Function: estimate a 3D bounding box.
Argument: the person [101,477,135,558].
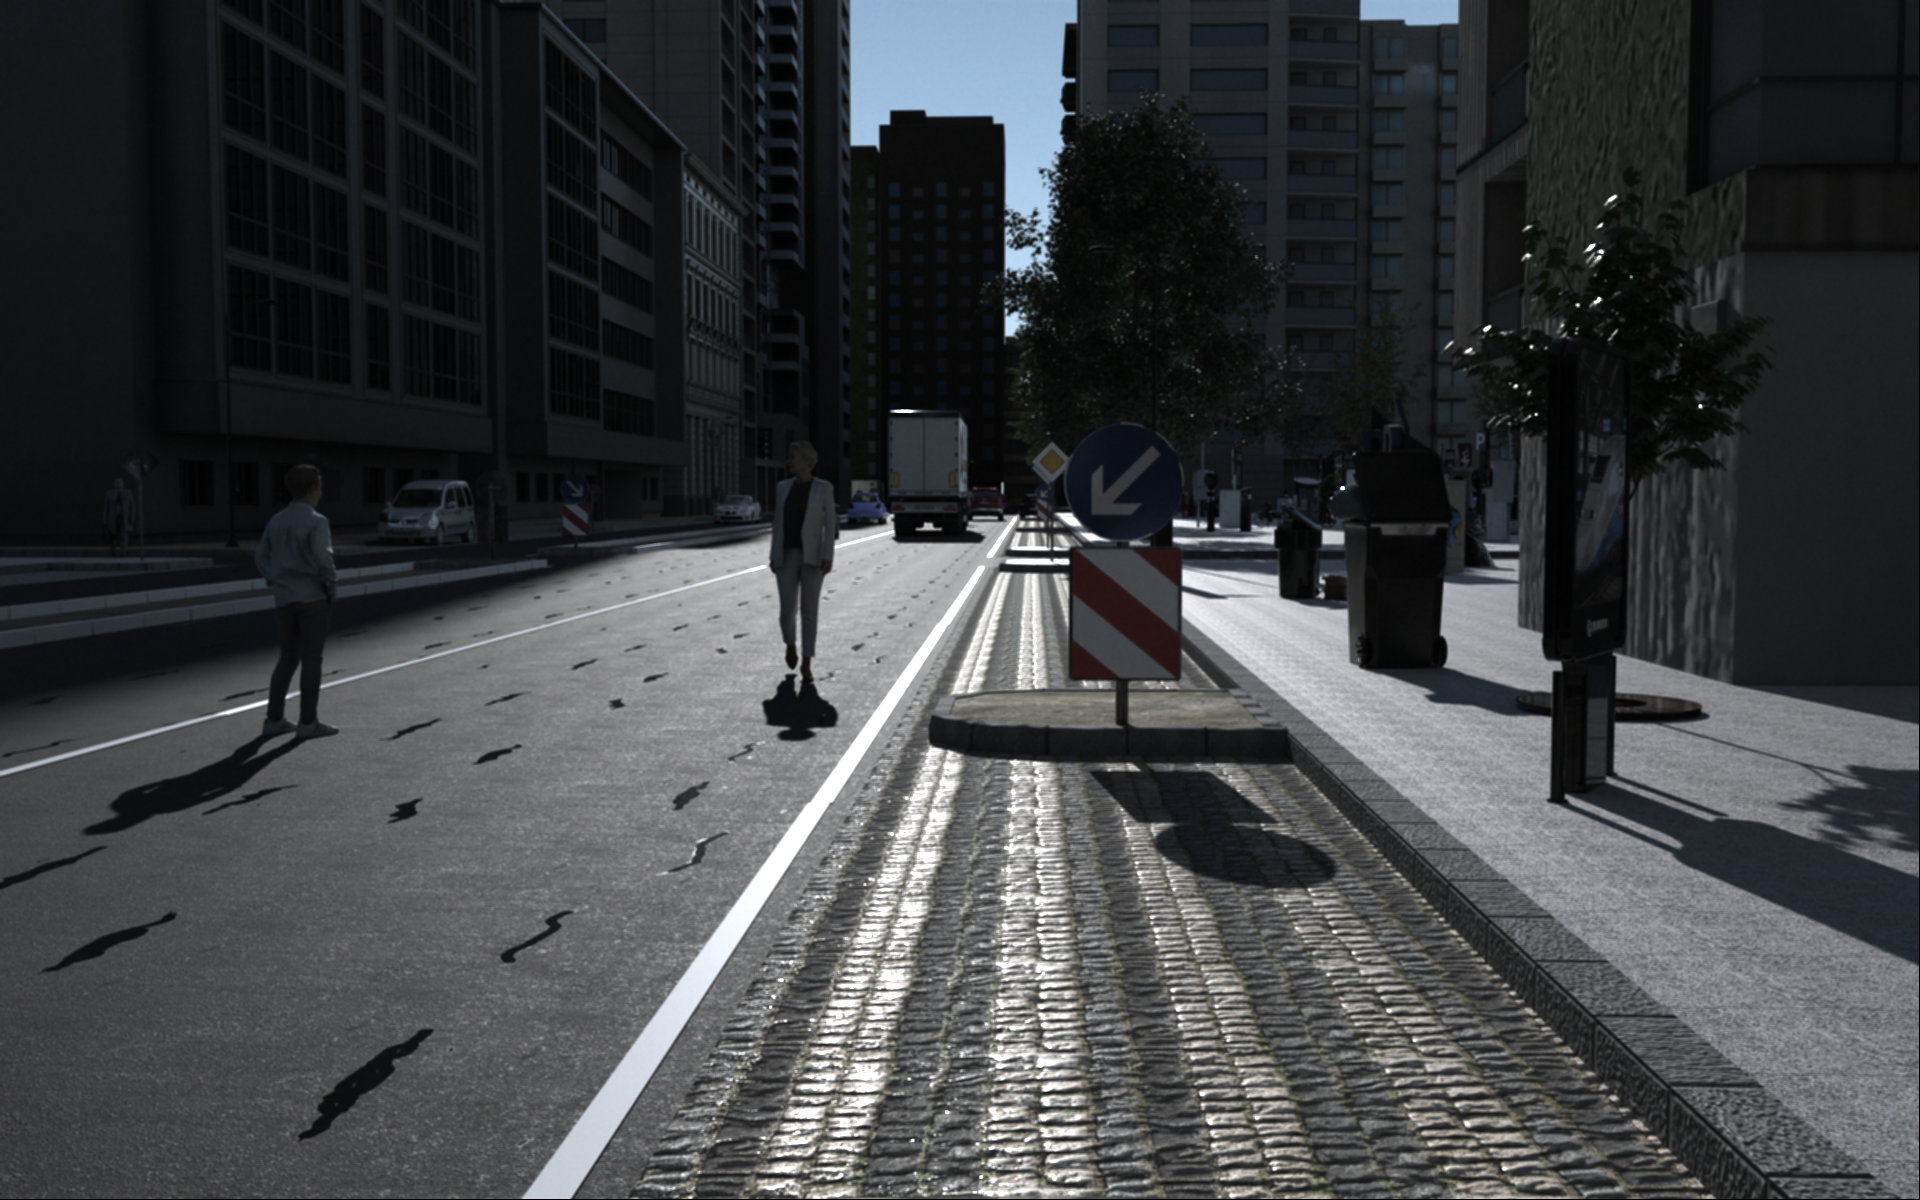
[{"bbox_3d":[-18.610,-1.815,38.275,0.694,1.812,0.767,-2,4,-24],"label":"person"}]

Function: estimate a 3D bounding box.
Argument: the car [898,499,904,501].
[{"bbox_3d":[-3.262,-6.755,119.477,2.155,1.783,4.494,0,4,1],"label":"car"}]

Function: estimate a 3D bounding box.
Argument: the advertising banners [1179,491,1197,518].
[{"bbox_3d":[12.169,-5.938,93.271,2.074,3.025,0.090,-3,5,-42],"label":"advertising banners"}]

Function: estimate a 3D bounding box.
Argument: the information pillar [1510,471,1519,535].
[{"bbox_3d":[17.384,-3.053,54.412,0.304,2.012,0.304,1,4,9],"label":"information pillar"}]

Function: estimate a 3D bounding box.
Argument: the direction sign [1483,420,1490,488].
[{"bbox_3d":[16.142,-3.742,53.171,0.379,3.537,0.876,0,4,6],"label":"direction sign"}]

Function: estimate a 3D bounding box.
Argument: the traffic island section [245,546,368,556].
[{"bbox_3d":[-15.489,-1.171,41.430,2.009,0.180,2.903,0,4,2],"label":"traffic island section"}]

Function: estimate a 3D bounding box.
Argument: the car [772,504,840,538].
[{"bbox_3d":[-4.869,-2.831,55.075,1.959,1.807,4.718,0,4,2],"label":"car"}]

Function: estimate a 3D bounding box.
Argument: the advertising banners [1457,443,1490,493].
[{"bbox_3d":[17.945,-3.846,59.071,2.074,3.025,0.090,3,4,38],"label":"advertising banners"}]

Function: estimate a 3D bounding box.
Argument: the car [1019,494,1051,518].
[{"bbox_3d":[4.453,-5.687,102.765,2.009,1.686,4.222,0,4,4],"label":"car"}]

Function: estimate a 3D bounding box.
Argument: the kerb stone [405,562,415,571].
[{"bbox_3d":[-10.315,-0.626,32.450,0.120,0.150,1.000,0,4,2],"label":"kerb stone"}]

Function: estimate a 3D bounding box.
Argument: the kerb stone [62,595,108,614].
[{"bbox_3d":[-10.779,0.063,21.183,0.120,0.150,1.000,0,4,2],"label":"kerb stone"}]

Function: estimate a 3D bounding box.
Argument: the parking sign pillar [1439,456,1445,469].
[{"bbox_3d":[26.942,-6.714,98.244,1.447,3.967,1.447,-1,4,-17],"label":"parking sign pillar"}]

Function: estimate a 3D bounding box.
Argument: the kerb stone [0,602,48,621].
[{"bbox_3d":[-10.819,0.124,20.162,0.120,0.150,1.000,0,4,2],"label":"kerb stone"}]

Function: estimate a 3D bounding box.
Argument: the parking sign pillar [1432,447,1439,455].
[{"bbox_3d":[19.507,-5.217,73.774,1.447,3.967,1.447,1,4,14],"label":"parking sign pillar"}]

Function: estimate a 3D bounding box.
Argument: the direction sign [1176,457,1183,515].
[{"bbox_3d":[13.025,-6.902,104.843,0.876,3.537,0.379,1,4,13],"label":"direction sign"}]

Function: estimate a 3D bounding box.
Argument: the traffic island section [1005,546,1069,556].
[{"bbox_3d":[2.087,-1.127,40.700,2.009,0.180,2.903,0,4,2],"label":"traffic island section"}]

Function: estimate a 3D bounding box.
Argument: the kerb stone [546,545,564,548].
[{"bbox_3d":[-9.906,-1.224,42.253,0.120,0.150,1.000,0,4,2],"label":"kerb stone"}]

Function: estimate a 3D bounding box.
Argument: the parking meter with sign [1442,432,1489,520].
[{"bbox_3d":[13.798,-3.177,48.206,1.738,3.016,0.543,-1,4,-19],"label":"parking meter with sign"}]

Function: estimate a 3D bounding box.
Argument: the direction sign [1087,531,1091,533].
[{"bbox_3d":[4.429,-4.017,57.673,0.379,3.537,0.876,-1,4,-20],"label":"direction sign"}]

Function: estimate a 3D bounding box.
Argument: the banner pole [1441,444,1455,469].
[{"bbox_3d":[24.077,-5.852,85.701,0.863,3.779,0.401,2,4,34],"label":"banner pole"}]

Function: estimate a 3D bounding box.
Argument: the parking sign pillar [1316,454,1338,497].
[{"bbox_3d":[22.949,-7.322,108.192,1.447,3.967,1.447,2,4,34],"label":"parking sign pillar"}]

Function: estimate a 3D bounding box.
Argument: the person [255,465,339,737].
[{"bbox_3d":[-3.888,0.003,10.259,0.589,1.601,0.330,2,4,33],"label":"person"}]

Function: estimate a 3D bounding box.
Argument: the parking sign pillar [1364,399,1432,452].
[{"bbox_3d":[12.164,-3.658,48.284,1.447,3.967,1.447,0,4,2],"label":"parking sign pillar"}]

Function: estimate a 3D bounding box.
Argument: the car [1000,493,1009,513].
[{"bbox_3d":[2.801,-7.581,133.535,1.945,1.707,3.694,0,4,4],"label":"car"}]

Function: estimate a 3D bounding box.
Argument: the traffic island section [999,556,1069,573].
[{"bbox_3d":[1.757,-0.639,32.722,2.009,0.180,2.903,0,4,2],"label":"traffic island section"}]

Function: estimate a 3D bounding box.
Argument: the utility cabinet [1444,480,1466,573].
[{"bbox_3d":[7.461,-1.158,27.608,1.173,1.500,0.318,-1,4,-19],"label":"utility cabinet"}]

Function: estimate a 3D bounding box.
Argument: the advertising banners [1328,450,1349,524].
[{"bbox_3d":[15.909,-4.474,69.332,2.074,3.025,0.090,1,4,17],"label":"advertising banners"}]

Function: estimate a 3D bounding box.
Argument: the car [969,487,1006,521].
[{"bbox_3d":[1.380,-5.287,95.122,2.281,1.827,5.304,0,4,1],"label":"car"}]

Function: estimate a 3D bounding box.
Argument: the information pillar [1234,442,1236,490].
[{"bbox_3d":[11.779,-5.072,74.282,0.183,3.616,0.504,1,4,10],"label":"information pillar"}]

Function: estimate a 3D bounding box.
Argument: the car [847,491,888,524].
[{"bbox_3d":[-4.475,-4.537,83.779,1.945,1.707,3.694,0,4,1],"label":"car"}]

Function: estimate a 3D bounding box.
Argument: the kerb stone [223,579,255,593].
[{"bbox_3d":[-10.615,-0.188,25.269,0.120,0.150,1.000,0,4,2],"label":"kerb stone"}]

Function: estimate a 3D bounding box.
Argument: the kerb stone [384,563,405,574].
[{"bbox_3d":[-10.350,-0.564,31.413,0.120,0.150,1.000,0,4,2],"label":"kerb stone"}]

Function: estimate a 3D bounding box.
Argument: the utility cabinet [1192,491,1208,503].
[{"bbox_3d":[15.352,-6.241,110.719,1.173,1.500,0.318,-3,4,-38],"label":"utility cabinet"}]

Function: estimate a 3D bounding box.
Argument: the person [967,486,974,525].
[{"bbox_3d":[0.332,-4.330,79.142,0.661,1.843,0.795,-1,4,-17],"label":"person"}]

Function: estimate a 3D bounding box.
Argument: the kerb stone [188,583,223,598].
[{"bbox_3d":[-10.651,-0.126,24.248,0.120,0.150,1.000,0,4,2],"label":"kerb stone"}]

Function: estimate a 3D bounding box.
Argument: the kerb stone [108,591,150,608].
[{"bbox_3d":[-10.736,0.002,22.204,0.120,0.150,1.000,0,4,2],"label":"kerb stone"}]

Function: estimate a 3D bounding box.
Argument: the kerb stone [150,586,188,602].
[{"bbox_3d":[-10.691,-0.063,23.227,0.120,0.150,1.000,0,4,2],"label":"kerb stone"}]

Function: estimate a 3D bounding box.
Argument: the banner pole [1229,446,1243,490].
[{"bbox_3d":[14.163,-6.076,89.353,0.863,3.779,0.401,0,4,6],"label":"banner pole"}]

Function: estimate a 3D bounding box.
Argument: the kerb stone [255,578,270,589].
[{"bbox_3d":[-10.568,-0.251,26.298,0.120,0.150,1.000,0,4,2],"label":"kerb stone"}]

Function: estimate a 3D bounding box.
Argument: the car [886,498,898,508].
[{"bbox_3d":[-6.915,-10.772,185.902,2.009,1.686,4.222,0,4,4],"label":"car"}]

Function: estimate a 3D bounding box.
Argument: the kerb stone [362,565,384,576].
[{"bbox_3d":[-10.395,-0.494,30.387,0.120,0.150,1.000,0,4,2],"label":"kerb stone"}]

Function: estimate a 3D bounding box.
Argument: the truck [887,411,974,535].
[{"bbox_3d":[-1.022,-4.599,64.105,2.839,4.237,11.283,0,4,2],"label":"truck"}]

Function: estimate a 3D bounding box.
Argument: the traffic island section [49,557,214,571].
[{"bbox_3d":[-15.819,-0.683,33.452,2.009,0.180,2.903,0,4,2],"label":"traffic island section"}]

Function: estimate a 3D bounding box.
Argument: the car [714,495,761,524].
[{"bbox_3d":[-10.750,-4.376,83.909,2.083,1.381,4.827,0,4,1],"label":"car"}]

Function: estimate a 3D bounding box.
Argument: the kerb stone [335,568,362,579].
[{"bbox_3d":[-10.444,-0.439,29.365,0.120,0.150,1.000,0,4,2],"label":"kerb stone"}]

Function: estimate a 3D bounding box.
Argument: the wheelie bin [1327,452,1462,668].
[{"bbox_3d":[3.221,-0.309,12.961,0.980,1.594,0.693,0,4,-4],"label":"wheelie bin"}]

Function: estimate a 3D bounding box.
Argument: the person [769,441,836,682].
[{"bbox_3d":[-1.231,-0.314,13.517,0.514,1.842,0.818,0,4,-5],"label":"person"}]
